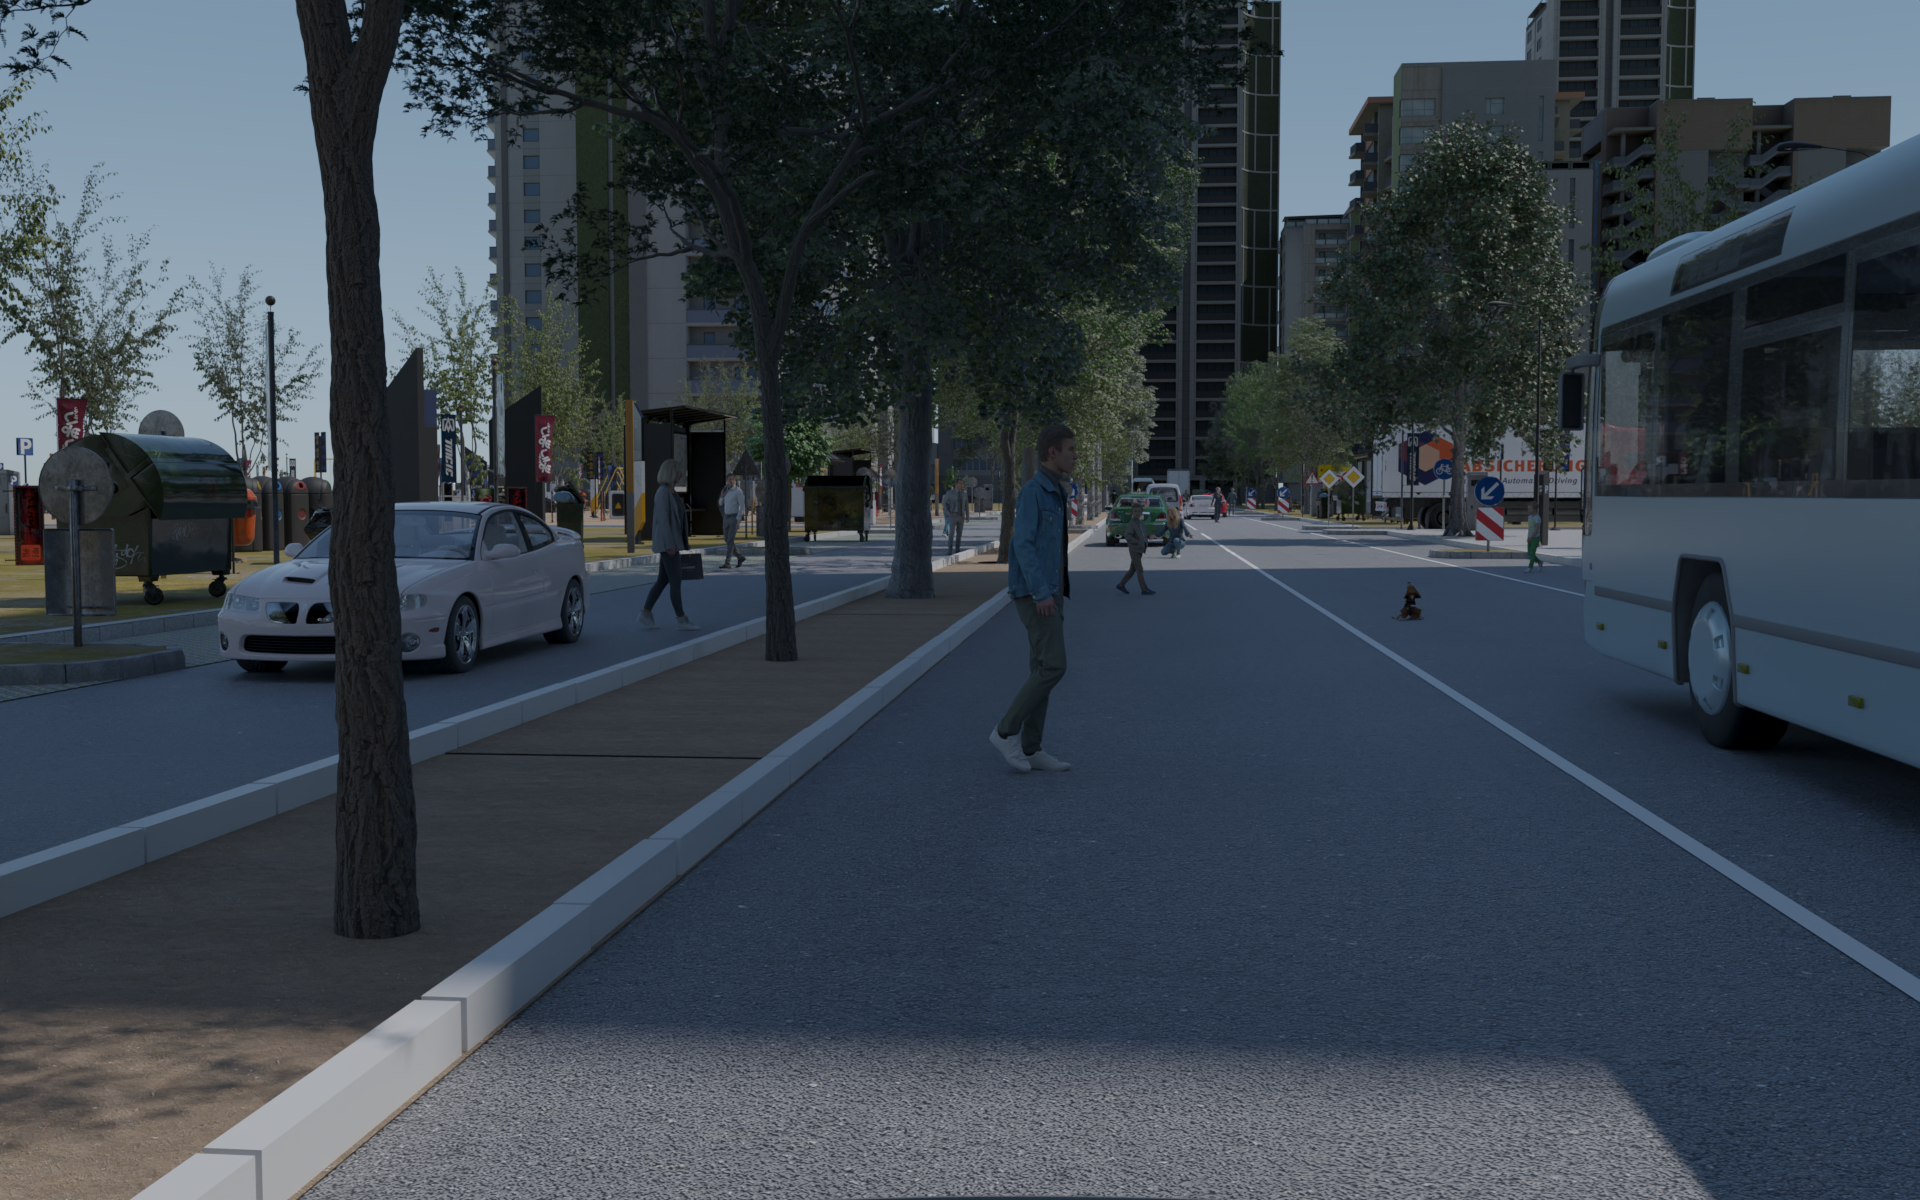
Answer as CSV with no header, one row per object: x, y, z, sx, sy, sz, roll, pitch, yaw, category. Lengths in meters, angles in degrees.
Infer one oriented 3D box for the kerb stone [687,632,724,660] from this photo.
-2.288,0.420,15.336,0.120,0.150,1.000,0,4,6,kerb stone

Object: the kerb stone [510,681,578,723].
-2.720,0.670,11.248,0.120,0.150,1.000,0,4,6,kerb stone

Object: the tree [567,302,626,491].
-14.803,-6.789,61.357,4.737,8.622,4.395,0,3,0,tree

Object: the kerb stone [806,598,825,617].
-1.769,0.108,20.428,0.120,0.150,1.000,0,4,6,kerb stone

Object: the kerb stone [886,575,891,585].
-1.127,-0.267,26.554,0.120,0.150,1.000,0,4,6,kerb stone

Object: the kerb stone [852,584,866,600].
-1.446,-0.079,23.487,0.120,0.150,1.000,0,4,6,kerb stone

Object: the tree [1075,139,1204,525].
5.904,-14.381,93.473,12.611,20.169,13.585,0,3,0,tree

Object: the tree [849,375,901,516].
-4.223,-9.347,103.190,4.360,8.622,3.978,0,3,0,tree

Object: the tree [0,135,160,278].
-19.394,-5.364,38.058,4.360,8.622,3.978,0,3,0,tree

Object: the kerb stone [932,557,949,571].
-0.386,-0.703,33.688,0.120,0.150,1.000,0,4,6,kerb stone

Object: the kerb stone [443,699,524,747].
-2.825,0.732,10.232,0.120,0.150,1.000,0,4,6,kerb stone

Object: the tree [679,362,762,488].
-12.465,-8.877,95.501,4.737,8.622,4.395,0,3,0,tree

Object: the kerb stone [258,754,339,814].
-3.039,0.856,8.199,0.120,0.150,1.000,0,4,6,kerb stone

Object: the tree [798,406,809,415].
-9.804,-10.247,117.908,4.737,8.622,4.395,0,3,0,tree

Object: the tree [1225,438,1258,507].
29.260,-13.863,177.023,4.737,8.622,4.395,0,3,0,tree

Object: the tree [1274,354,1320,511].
23.801,-12.519,130.438,9.928,11.665,9.643,0,3,0,tree

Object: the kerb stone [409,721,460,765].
-2.929,0.797,9.215,0.120,0.150,1.000,0,4,6,kerb stone

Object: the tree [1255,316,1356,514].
22.578,-11.766,110.503,7.486,12.596,7.792,0,3,0,tree

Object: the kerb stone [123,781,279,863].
-3.143,0.920,7.181,0.120,0.150,1.000,0,4,6,kerb stone

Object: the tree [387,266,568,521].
-15.916,-6.413,55.210,4.737,8.622,4.395,0,3,0,tree

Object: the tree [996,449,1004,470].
4.944,-13.035,163.489,4.737,8.622,4.395,0,3,0,tree

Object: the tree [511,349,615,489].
-19.854,-8.386,87.476,4.360,8.622,3.978,0,3,0,tree

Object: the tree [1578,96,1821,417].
13.993,-5.038,32.732,4.737,8.622,4.395,0,3,0,tree

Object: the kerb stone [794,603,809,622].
-1.870,0.171,19.407,0.120,0.150,1.000,0,4,6,kerb stone

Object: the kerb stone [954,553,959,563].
-0.178,-0.825,35.721,0.120,0.150,1.000,0,4,6,kerb stone

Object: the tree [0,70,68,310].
-14.175,-4.405,22.379,4.737,8.622,4.395,0,3,0,tree

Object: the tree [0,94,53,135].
-16.831,-4.754,28.097,4.360,8.622,3.978,0,3,0,tree

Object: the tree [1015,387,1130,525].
4.686,-7.266,71.618,4.737,8.622,4.395,0,3,0,tree

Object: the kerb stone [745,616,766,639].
-2.081,0.295,17.369,0.120,0.150,1.000,0,4,6,kerb stone

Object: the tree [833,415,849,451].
-7.019,-10.871,128.103,4.360,8.622,3.978,0,3,0,tree

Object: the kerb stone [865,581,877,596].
-1.339,-0.138,24.508,0.120,0.150,1.000,0,4,6,kerb stone

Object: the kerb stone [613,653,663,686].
-2.498,0.544,13.299,0.120,0.150,1.000,0,4,6,kerb stone

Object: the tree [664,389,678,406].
-16.355,-9.568,106.806,4.737,8.622,4.395,0,3,0,tree

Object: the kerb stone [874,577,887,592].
-1.238,-0.204,25.524,0.120,0.150,1.000,0,4,6,kerb stone

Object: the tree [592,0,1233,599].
-0.678,-6.998,23.530,9.857,13.997,8.962,0,3,0,tree

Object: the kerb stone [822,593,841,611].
-1.656,0.046,21.448,0.120,0.150,1.000,0,4,6,kerb stone

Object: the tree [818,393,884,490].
-6.528,-9.764,110.004,4.737,8.622,4.395,0,3,0,tree

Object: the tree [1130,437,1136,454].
11.051,-10.796,129.328,4.737,8.622,4.395,0,3,0,tree

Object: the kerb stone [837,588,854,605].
-1.555,-0.016,22.465,0.120,0.150,1.000,0,4,6,kerb stone

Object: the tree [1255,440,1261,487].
25.389,-11.504,138.455,4.360,8.622,3.978,0,3,0,tree

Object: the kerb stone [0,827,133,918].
-3.246,0.981,6.164,0.120,0.150,1.000,0,4,6,kerb stone

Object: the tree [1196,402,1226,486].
30.757,-16.738,190.667,9.611,12.733,9.660,0,3,0,tree

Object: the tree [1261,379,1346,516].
20.757,-9.228,101.233,4.360,8.622,3.978,0,3,0,tree

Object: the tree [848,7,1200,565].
1.059,-6.535,35.057,9.928,11.665,9.643,0,3,0,tree

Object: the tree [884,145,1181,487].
1.661,-7.536,43.804,7.486,12.596,7.792,0,3,0,tree

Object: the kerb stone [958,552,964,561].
-0.069,-0.889,36.737,0.120,0.150,1.000,0,4,6,kerb stone

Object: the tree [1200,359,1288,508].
26.994,-15.115,157.504,12.009,13.543,11.850,0,3,0,tree

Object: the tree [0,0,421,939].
-1.847,-4.209,5.693,8.767,10.594,7.601,0,4,6,tree

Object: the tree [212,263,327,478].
-22.669,-6.402,55.039,4.360,8.622,3.978,0,3,0,tree

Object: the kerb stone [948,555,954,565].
-0.289,-0.765,34.705,0.120,0.150,1.000,0,4,6,kerb stone

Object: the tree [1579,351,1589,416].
29.352,-7.752,77.106,4.360,8.622,3.978,0,3,0,tree

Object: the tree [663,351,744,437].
-13.041,-8.484,89.084,4.360,8.622,3.978,0,3,0,tree

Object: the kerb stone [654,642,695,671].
-2.397,0.485,14.320,0.120,0.150,1.000,0,4,6,kerb stone

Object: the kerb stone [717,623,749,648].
-2.189,0.357,16.353,0.120,0.150,1.000,0,4,6,kerb stone

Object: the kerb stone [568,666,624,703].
-2.607,0.608,12.276,0.120,0.150,1.000,0,4,6,kerb stone
